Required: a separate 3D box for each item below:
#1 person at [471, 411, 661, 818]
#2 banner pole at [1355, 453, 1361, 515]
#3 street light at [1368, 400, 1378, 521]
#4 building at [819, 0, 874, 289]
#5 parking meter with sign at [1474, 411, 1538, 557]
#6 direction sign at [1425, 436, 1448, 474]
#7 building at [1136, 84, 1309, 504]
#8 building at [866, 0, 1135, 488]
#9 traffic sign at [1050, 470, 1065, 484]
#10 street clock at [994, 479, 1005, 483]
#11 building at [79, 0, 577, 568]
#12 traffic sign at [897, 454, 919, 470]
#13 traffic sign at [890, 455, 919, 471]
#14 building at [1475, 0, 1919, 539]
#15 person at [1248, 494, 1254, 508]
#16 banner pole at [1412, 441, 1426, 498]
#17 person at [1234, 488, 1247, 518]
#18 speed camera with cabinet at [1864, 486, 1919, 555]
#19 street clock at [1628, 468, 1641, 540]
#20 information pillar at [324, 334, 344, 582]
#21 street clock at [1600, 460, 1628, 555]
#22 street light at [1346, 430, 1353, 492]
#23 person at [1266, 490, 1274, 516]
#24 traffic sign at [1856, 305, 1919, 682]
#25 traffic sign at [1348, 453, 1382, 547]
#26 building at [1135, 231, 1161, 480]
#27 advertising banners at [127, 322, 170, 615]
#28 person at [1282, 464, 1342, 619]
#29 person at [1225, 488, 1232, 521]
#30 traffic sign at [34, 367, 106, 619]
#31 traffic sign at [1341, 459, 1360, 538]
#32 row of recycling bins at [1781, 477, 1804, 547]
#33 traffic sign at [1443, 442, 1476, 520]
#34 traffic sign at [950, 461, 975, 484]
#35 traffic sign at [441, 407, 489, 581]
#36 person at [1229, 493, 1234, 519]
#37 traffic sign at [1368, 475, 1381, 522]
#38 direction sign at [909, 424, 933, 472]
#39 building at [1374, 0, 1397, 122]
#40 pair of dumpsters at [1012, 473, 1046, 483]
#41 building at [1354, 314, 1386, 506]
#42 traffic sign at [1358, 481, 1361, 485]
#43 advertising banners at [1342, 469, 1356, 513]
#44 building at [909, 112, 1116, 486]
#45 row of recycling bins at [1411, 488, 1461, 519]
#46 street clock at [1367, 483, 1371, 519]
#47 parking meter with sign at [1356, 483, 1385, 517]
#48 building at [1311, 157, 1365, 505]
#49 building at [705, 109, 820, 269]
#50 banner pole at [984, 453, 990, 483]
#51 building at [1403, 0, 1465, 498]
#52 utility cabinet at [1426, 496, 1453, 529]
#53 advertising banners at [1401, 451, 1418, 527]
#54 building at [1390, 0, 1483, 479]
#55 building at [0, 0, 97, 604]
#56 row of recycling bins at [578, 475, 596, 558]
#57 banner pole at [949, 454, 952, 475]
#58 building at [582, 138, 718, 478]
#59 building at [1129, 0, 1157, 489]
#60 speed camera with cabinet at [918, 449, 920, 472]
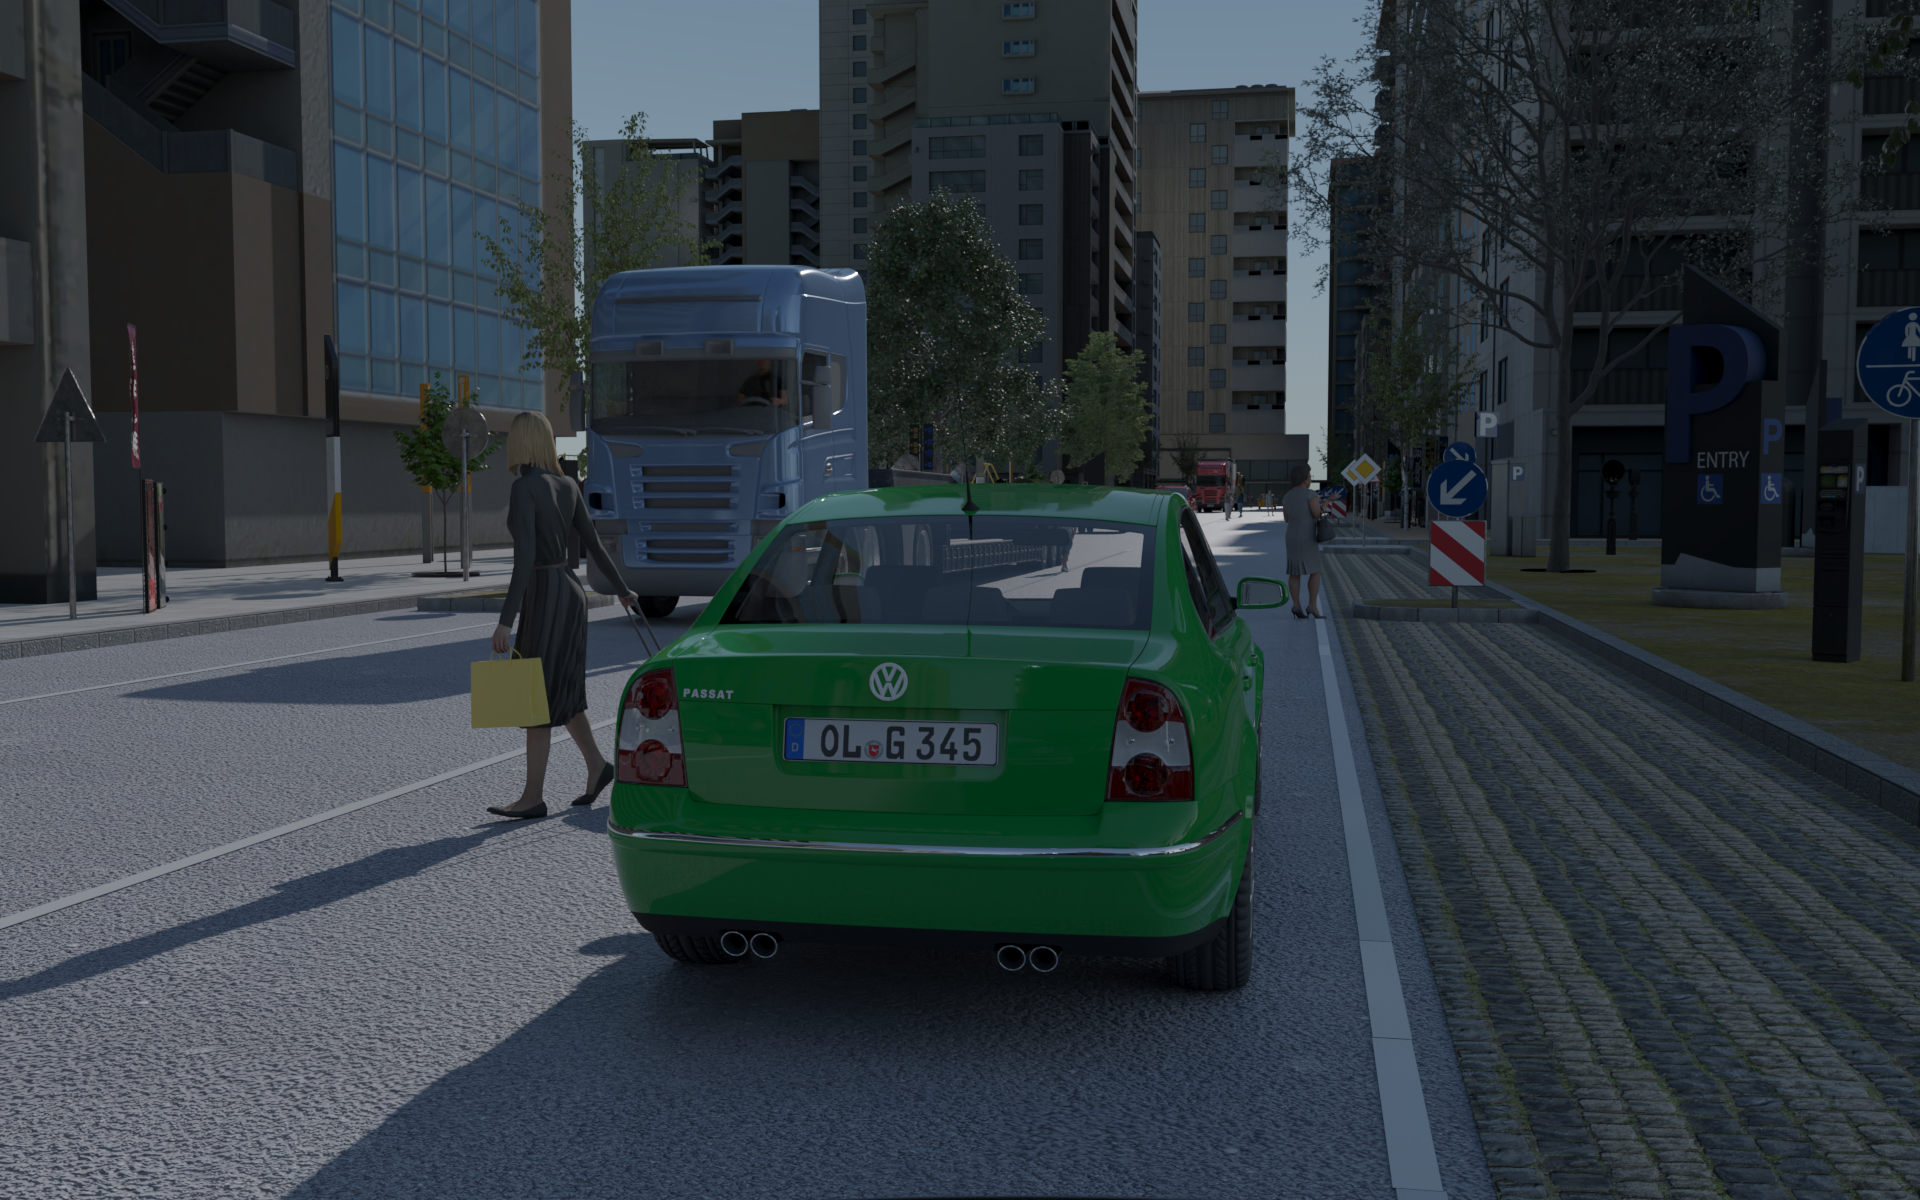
[{"bbox_3d":[-1.567,0.045,7.986,1.509,1.804,0.699,-3,4,-38],"label":"person"},{"bbox_3d":[24.532,-7.117,106.383,0.401,3.779,0.863,-1,4,-16],"label":"banner pole"},{"bbox_3d":[19.984,-6.787,83.752,0.468,5.910,1.993,1,4,11],"label":"street light"},{"bbox_3d":[-2.858,-46.057,191.279,20.611,71.187,20.563,1,4,11],"label":"building"},{"bbox_3d":[11.335,-2.421,35.844,0.543,3.016,1.738,-1,4,-15],"label":"parking meter with sign"},{"bbox_3d":[18.717,-4.652,68.054,0.876,3.537,0.379,0,4,1],"label":"direction sign"},{"bbox_3d":[31.476,-38.872,224.800,27.495,52.752,28.713,1,4,11],"label":"building"},{"bbox_3d":[3.688,-32.361,152.803,21.300,48.544,21.600,1,4,11],"label":"building"},{"bbox_3d":[5.130,-5.583,91.392,0.768,2.556,0.104,1,4,15],"label":"traffic sign"},{"bbox_3d":[1.864,-4.725,81.824,0.471,2.002,0.358,-2,4,-25],"label":"street clock"},{"bbox_3d":[-17.874,-23.645,36.708,14.200,45.320,14.600,1,4,11],"label":"building"},{"bbox_3d":[-1.680,-3.360,55.050,0.768,2.556,0.104,1,4,11],"label":"traffic sign"},{"bbox_3d":[-1.455,-2.498,44.487,0.795,2.450,0.064,1,4,11],"label":"traffic sign"},{"bbox_3d":[28.614,-37.738,55.265,20.611,71.187,20.563,1,4,11],"label":"building"},{"bbox_3d":[29.955,-10.204,178.564,0.697,1.427,0.421,-2,4,-31],"label":"person"},{"bbox_3d":[21.711,-5.605,81.666,0.863,3.779,0.401,-1,4,-14],"label":"banner pole"},{"bbox_3d":[17.102,-5.913,105.533,0.721,1.781,0.623,3,5,45],"label":"person"},{"bbox_3d":[19.427,-2.612,37.038,0.660,3.252,2.038,-3,4,-38],"label":"speed camera with cabinet"},{"bbox_3d":[18.713,-2.662,48.098,0.358,2.002,0.471,1,4,9],"label":"street clock"},{"bbox_3d":[-9.155,-2.076,25.297,0.183,3.616,0.504,-2,4,-33],"label":"information pillar"},{"bbox_3d":[13.721,-1.950,36.451,0.471,2.002,0.358,1,4,16],"label":"street clock"},{"bbox_3d":[27.648,-9.186,122.984,0.468,5.910,1.993,1,4,11],"label":"street light"},{"bbox_3d":[19.991,-6.260,111.858,0.512,1.701,0.522,-1,4,-18],"label":"person"},{"bbox_3d":[6.497,-0.715,11.795,0.768,2.556,0.104,1,4,19],"label":"traffic sign"},{"bbox_3d":[9.873,-2.362,42.268,0.795,2.450,0.064,1,4,11],"label":"traffic sign"},{"bbox_3d":[15.106,-25.751,192.733,14.107,30.474,14.160,1,4,11],"label":"building"},{"bbox_3d":[-8.785,-1.378,18.724,0.090,3.025,2.074,-1,4,-17],"label":"advertising banners"},{"bbox_3d":[4.061,-0.675,19.887,0.532,1.782,0.716,-3,4,-36],"label":"person"},{"bbox_3d":[14.172,-5.045,91.528,0.362,1.759,0.519,1,4,20],"label":"person"},{"bbox_3d":[-9.129,-1.086,17.753,0.884,2.594,0.081,1,4,16],"label":"traffic sign"},{"bbox_3d":[11.400,-2.842,50.106,0.795,2.450,0.064,1,4,11],"label":"traffic sign"},{"bbox_3d":[18.340,-2.012,40.016,3.534,1.692,1.069,2,4,27],"label":"row of recycling bins"},{"bbox_3d":[12.132,-2.569,42.108,0.768,2.556,0.104,1,4,13],"label":"traffic sign"},{"bbox_3d":[0.072,-2.978,52.325,0.795,2.450,0.064,1,4,11],"label":"traffic sign"},{"bbox_3d":[-7.264,-1.547,25.394,0.768,2.556,0.104,1,4,15],"label":"traffic sign"},{"bbox_3d":[15.549,-5.436,99.969,0.503,1.515,0.523,0,4,2],"label":"person"},{"bbox_3d":[19.154,-4.927,80.565,0.884,2.594,0.081,1,4,17],"label":"traffic sign"},{"bbox_3d":[-1.253,-3.920,56.086,0.876,3.537,0.379,2,4,30],"label":"direction sign"},{"bbox_3d":[47.091,-30.275,149.624,22.147,44.769,28.867,1,4,11],"label":"building"},{"bbox_3d":[3.157,-4.687,79.134,1.574,2.255,4.437,1,4,11],"label":"pair of dumpsters"},{"bbox_3d":[55.184,-20.373,178.132,27.650,21.520,28.899,1,4,11],"label":"building"},{"bbox_3d":[23.581,-6.176,100.983,0.884,2.594,0.081,1,4,15],"label":"traffic sign"},{"bbox_3d":[26.897,-7.563,119.849,0.090,3.025,2.074,3,4,38],"label":"advertising banners"},{"bbox_3d":[4.398,-22.224,135.062,14.160,30.474,14.107,1,4,11],"label":"building"},{"bbox_3d":[24.021,-5.026,89.287,3.534,1.692,1.069,0,4,6],"label":"row of recycling bins"},{"bbox_3d":[20.773,-5.092,87.829,0.358,2.002,0.471,1,4,11],"label":"street clock"},{"bbox_3d":[22.943,-6.142,96.685,1.738,3.016,0.543,3,4,39],"label":"parking meter with sign"},{"bbox_3d":[58.799,-34.346,216.179,28.867,44.769,22.147,1,4,11],"label":"building"},{"bbox_3d":[-20.086,-33.575,199.063,14.200,45.320,14.600,1,4,11],"label":"building"},{"bbox_3d":[1.558,-7.092,105.966,0.863,3.779,0.401,-2,4,-30],"label":"banner pole"},{"bbox_3d":[39.111,-29.694,105.102,23.786,49.044,30.456,1,4,11],"label":"building"},{"bbox_3d":[17.695,-3.219,63.788,1.020,1.237,0.306,0,4,-2],"label":"utility cabinet"},{"bbox_3d":[17.913,-4.458,69.081,0.090,3.025,2.074,0,4,-2],"label":"advertising banners"},{"bbox_3d":[39.779,-29.293,129.053,14.600,45.320,14.200,1,4,11],"label":"building"},{"bbox_3d":[-22.904,-23.702,11.233,21.300,48.544,21.600,1,4,11],"label":"building"},{"bbox_3d":[-7.624,-1.707,35.024,3.534,1.692,1.069,2,4,32],"label":"row of recycling bins"},{"bbox_3d":[-0.517,-6.429,95.123,0.401,3.779,0.863,1,4,11],"label":"banner pole"},{"bbox_3d":[-34.584,-31.697,201.841,14.086,41.232,14.154,1,4,11],"label":"building"},{"bbox_3d":[9.238,-44.938,172.995,20.563,71.187,20.611,1,4,11],"label":"building"},{"bbox_3d":[-1.757,-5.065,77.152,0.660,3.252,2.038,1,4,18],"label":"speed camera with cabinet"}]
